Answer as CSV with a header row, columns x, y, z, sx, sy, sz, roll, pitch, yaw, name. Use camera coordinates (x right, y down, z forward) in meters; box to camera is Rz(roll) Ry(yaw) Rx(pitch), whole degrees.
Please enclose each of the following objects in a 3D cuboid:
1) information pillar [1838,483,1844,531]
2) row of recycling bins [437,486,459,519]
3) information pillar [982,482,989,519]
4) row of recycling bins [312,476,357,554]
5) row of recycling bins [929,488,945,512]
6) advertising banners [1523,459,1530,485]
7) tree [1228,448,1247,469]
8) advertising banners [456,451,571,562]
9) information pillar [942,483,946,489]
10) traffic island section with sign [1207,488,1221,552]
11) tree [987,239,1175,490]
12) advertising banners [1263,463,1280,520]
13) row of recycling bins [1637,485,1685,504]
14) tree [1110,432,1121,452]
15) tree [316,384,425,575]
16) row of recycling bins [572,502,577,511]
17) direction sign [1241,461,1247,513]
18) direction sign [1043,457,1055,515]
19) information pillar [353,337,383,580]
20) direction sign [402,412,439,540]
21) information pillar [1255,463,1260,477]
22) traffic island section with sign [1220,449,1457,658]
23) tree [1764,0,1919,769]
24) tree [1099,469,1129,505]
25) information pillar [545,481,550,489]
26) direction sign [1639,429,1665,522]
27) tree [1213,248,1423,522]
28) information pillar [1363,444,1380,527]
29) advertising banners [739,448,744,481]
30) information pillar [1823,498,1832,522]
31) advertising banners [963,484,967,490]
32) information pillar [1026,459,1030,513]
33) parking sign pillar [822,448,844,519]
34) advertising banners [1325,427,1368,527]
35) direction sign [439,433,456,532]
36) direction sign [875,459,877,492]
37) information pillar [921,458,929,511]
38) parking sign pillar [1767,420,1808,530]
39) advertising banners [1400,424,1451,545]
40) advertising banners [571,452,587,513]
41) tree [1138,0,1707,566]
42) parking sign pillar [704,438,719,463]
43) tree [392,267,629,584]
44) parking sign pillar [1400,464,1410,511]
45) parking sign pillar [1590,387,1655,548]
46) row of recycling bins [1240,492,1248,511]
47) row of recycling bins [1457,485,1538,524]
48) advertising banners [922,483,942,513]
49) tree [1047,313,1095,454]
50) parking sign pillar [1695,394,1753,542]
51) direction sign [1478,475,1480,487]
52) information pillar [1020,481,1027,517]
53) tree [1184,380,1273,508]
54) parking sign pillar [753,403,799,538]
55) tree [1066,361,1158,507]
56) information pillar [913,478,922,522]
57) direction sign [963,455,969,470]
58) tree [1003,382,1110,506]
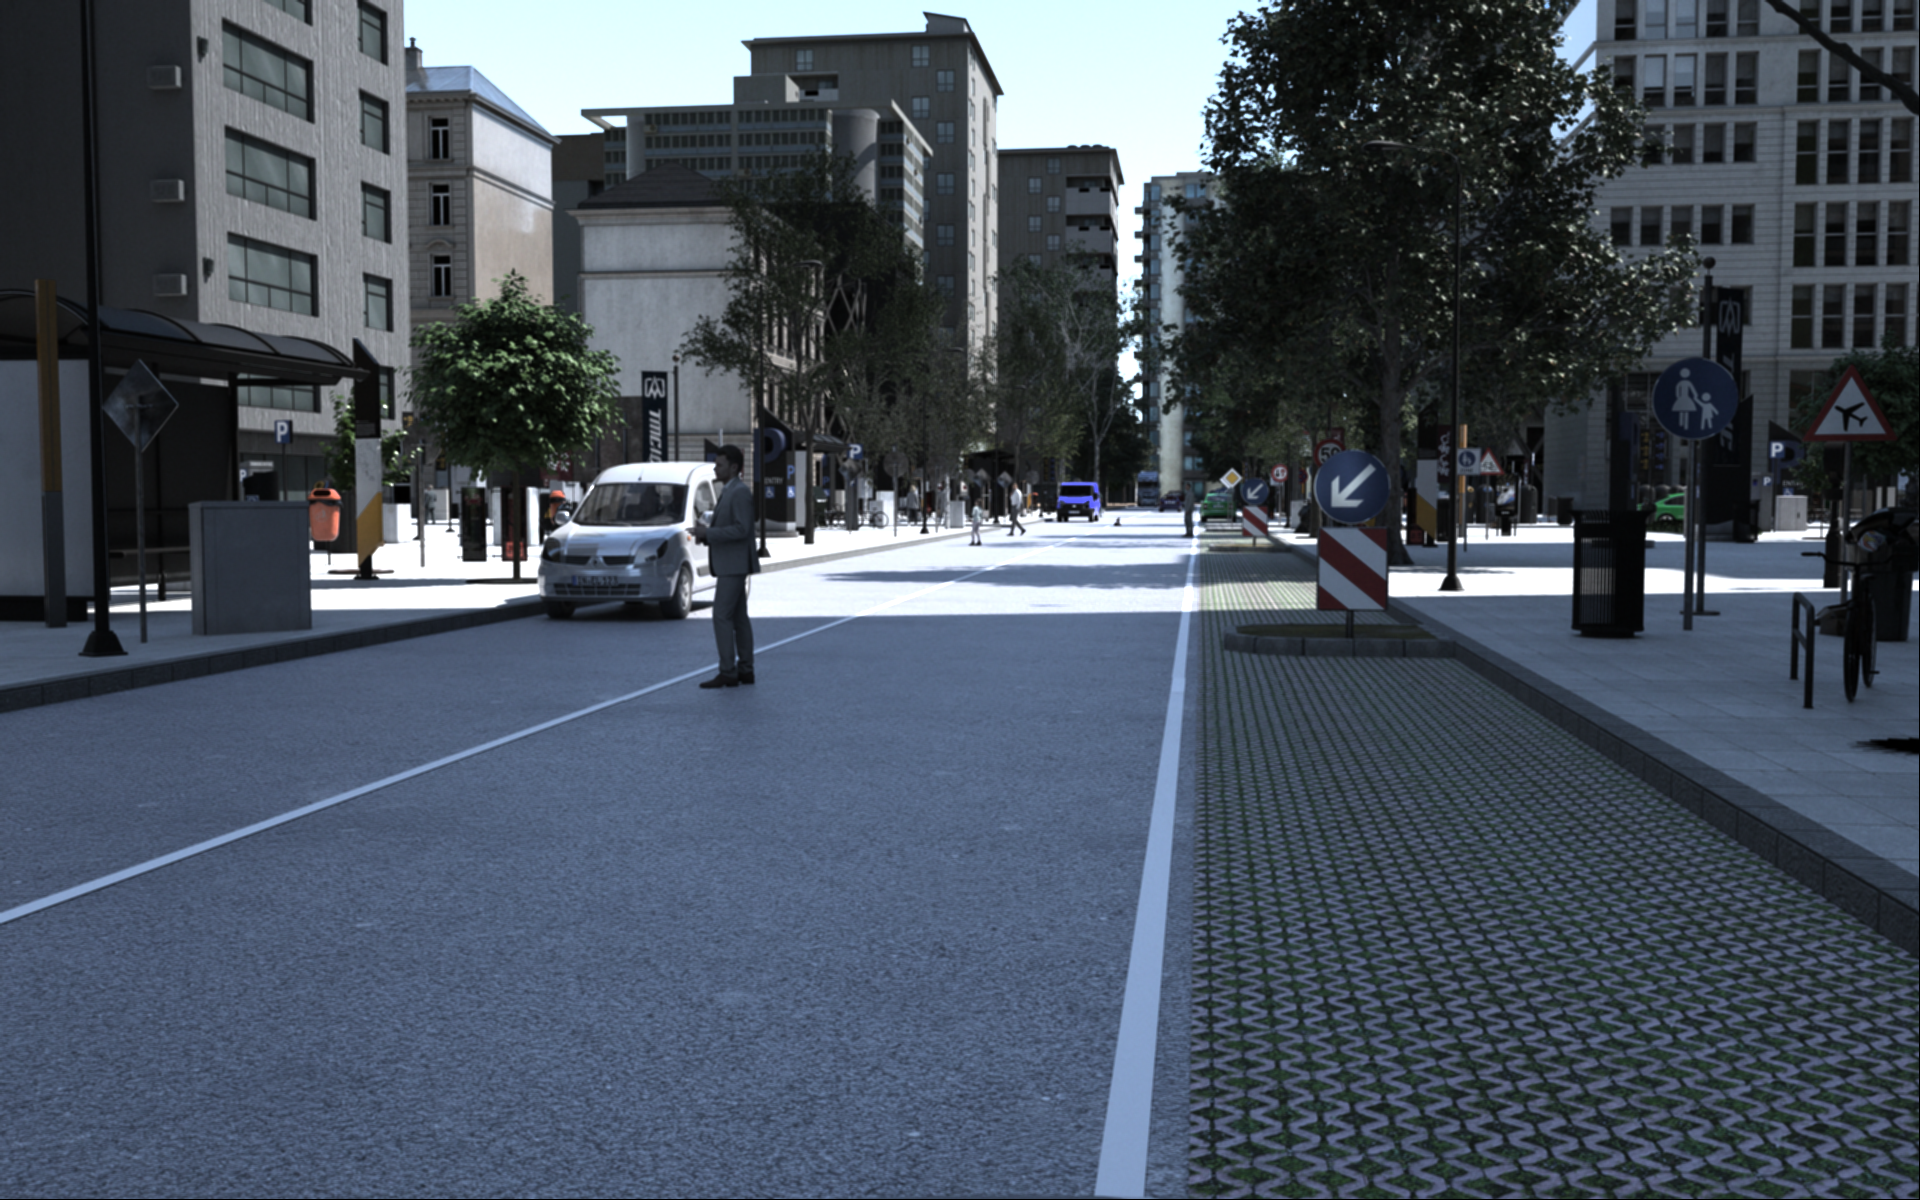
x,y,z,sx,sy,sz,roll,pitch,yaw,name
30.769,-3.413,60.290,0.304,2.012,0.304,1,4,12,information pillar
-26.018,-5.102,90.534,1.069,1.692,3.534,1,4,22,row of recycling bins
1.279,-5.075,87.473,0.304,2.012,0.304,-2,4,-25,information pillar
-13.754,-1.931,38.677,1.069,1.692,3.534,-2,4,-28,row of recycling bins
-1.810,-7.132,123.716,1.069,1.692,3.534,-2,4,-33,row of recycling bins
27.807,-5.523,86.491,0.090,3.025,2.074,-1,4,-16,advertising banners
27.138,-13.410,169.622,4.737,8.622,4.395,0,3,0,tree
-8.514,-2.246,32.905,2.074,3.025,0.090,0,4,-3,advertising banners
-1.514,-8.882,149.715,0.304,2.012,0.304,1,4,22,information pillar
7.195,-2.104,43.031,1.989,1.847,2.006,0,4,8,traffic island section with sign
8.691,-16.560,126.649,12.611,20.169,13.585,0,3,0,tree
15.722,-5.573,87.302,0.090,3.025,2.074,-1,4,-17,advertising banners
30.776,-4.268,76.887,3.534,1.692,1.069,-1,4,-21,row of recycling bins
15.554,-14.380,185.472,4.737,8.622,4.395,0,3,0,tree
-9.740,-2.033,27.837,1.663,3.219,1.824,0,3,0,tree
-12.209,-3.161,58.801,1.069,1.692,3.534,-3,5,-41,row of recycling bins
19.549,-7.772,119.066,0.379,3.537,0.876,2,4,28,direction sign
5.450,-6.967,105.903,0.876,3.537,0.379,3,5,41,direction sign
-8.849,-2.111,25.875,0.504,3.616,0.183,2,4,31,information pillar
-15.021,-3.423,47.968,0.379,3.537,0.876,3,5,40,direction sign
20.178,-7.739,117.893,0.504,3.616,0.183,-1,4,-16,information pillar
3.464,-0.456,16.086,1.989,1.847,2.006,0,4,8,traffic island section with sign
4.946,-5.044,8.220,9.928,11.665,9.643,0,3,0,tree
17.500,-13.091,197.756,4.285,4.588,4.351,0,3,0,tree
-22.427,-5.506,94.514,0.304,2.012,0.304,1,4,17,information pillar
24.129,-4.188,60.463,0.876,3.537,0.379,0,4,-3,direction sign
12.262,-8.609,58.880,7.486,12.596,7.792,0,3,0,tree
10.262,-3.151,42.875,0.504,3.616,0.183,0,4,-2,information pillar
-8.888,-4.332,67.017,0.090,3.025,2.074,-3,4,-38,advertising banners
39.485,-4.542,78.760,0.304,2.012,0.304,3,4,36,information pillar
0.658,-6.575,103.683,0.090,3.025,2.074,2,4,30,advertising banners
4.497,-7.534,114.530,0.183,3.616,0.504,-2,4,-27,information pillar
-6.402,-5.872,84.473,1.447,3.967,1.447,0,4,7,parking sign pillar
10.478,-2.985,44.993,2.074,3.025,0.090,2,4,29,advertising banners
-17.085,-4.034,57.948,0.876,3.537,0.379,0,4,-7,direction sign
-4.738,-6.475,97.861,0.379,3.537,0.876,-1,4,-10,direction sign
-2.312,-7.499,113.969,0.504,3.616,0.183,0,4,0,information pillar
29.876,-4.529,62.522,1.447,3.967,1.447,1,4,16,parking sign pillar
11.434,-2.893,43.493,2.074,3.025,0.090,0,4,-6,advertising banners
-7.446,-2.391,35.284,2.074,3.025,0.090,1,4,23,advertising banners
7.900,-6.989,31.279,9.611,12.733,9.660,0,3,0,tree
-11.554,-5.778,82.936,1.447,3.967,1.447,-1,4,-17,parking sign pillar
-6.552,-2.533,25.125,4.285,4.588,4.351,0,3,0,tree
33.549,-8.760,131.690,1.447,3.967,1.447,-1,4,-18,parking sign pillar
15.886,-3.238,41.409,1.447,3.967,1.447,2,4,31,parking sign pillar
23.017,-7.911,136.458,1.069,1.692,3.534,2,4,29,row of recycling bins
23.103,-4.141,74.824,3.534,1.692,1.069,0,4,1,row of recycling bins
-2.055,-7.056,111.549,2.074,3.025,0.090,-1,4,-14,advertising banners
2.793,-9.015,81.802,7.601,10.594,8.767,1,4,17,tree
20.711,-3.578,46.966,1.447,3.967,1.447,0,4,7,parking sign pillar
29.993,-6.613,100.123,0.379,3.537,0.876,1,4,13,direction sign
3.522,-5.613,96.267,0.304,2.012,0.304,3,5,43,information pillar
25.477,-15.475,159.666,9.857,13.997,8.962,0,3,0,tree
-5.466,-3.816,50.867,1.447,3.967,1.447,2,4,34,parking sign pillar
13.839,-15.844,165.702,9.857,13.997,8.962,0,3,0,tree
-1.946,-4.580,79.380,0.304,2.012,0.304,-1,4,-22,information pillar
0.632,-6.640,100.554,0.876,3.537,0.379,1,4,13,direction sign
6.167,-9.792,110.461,4.737,8.622,4.395,0,3,0,tree
